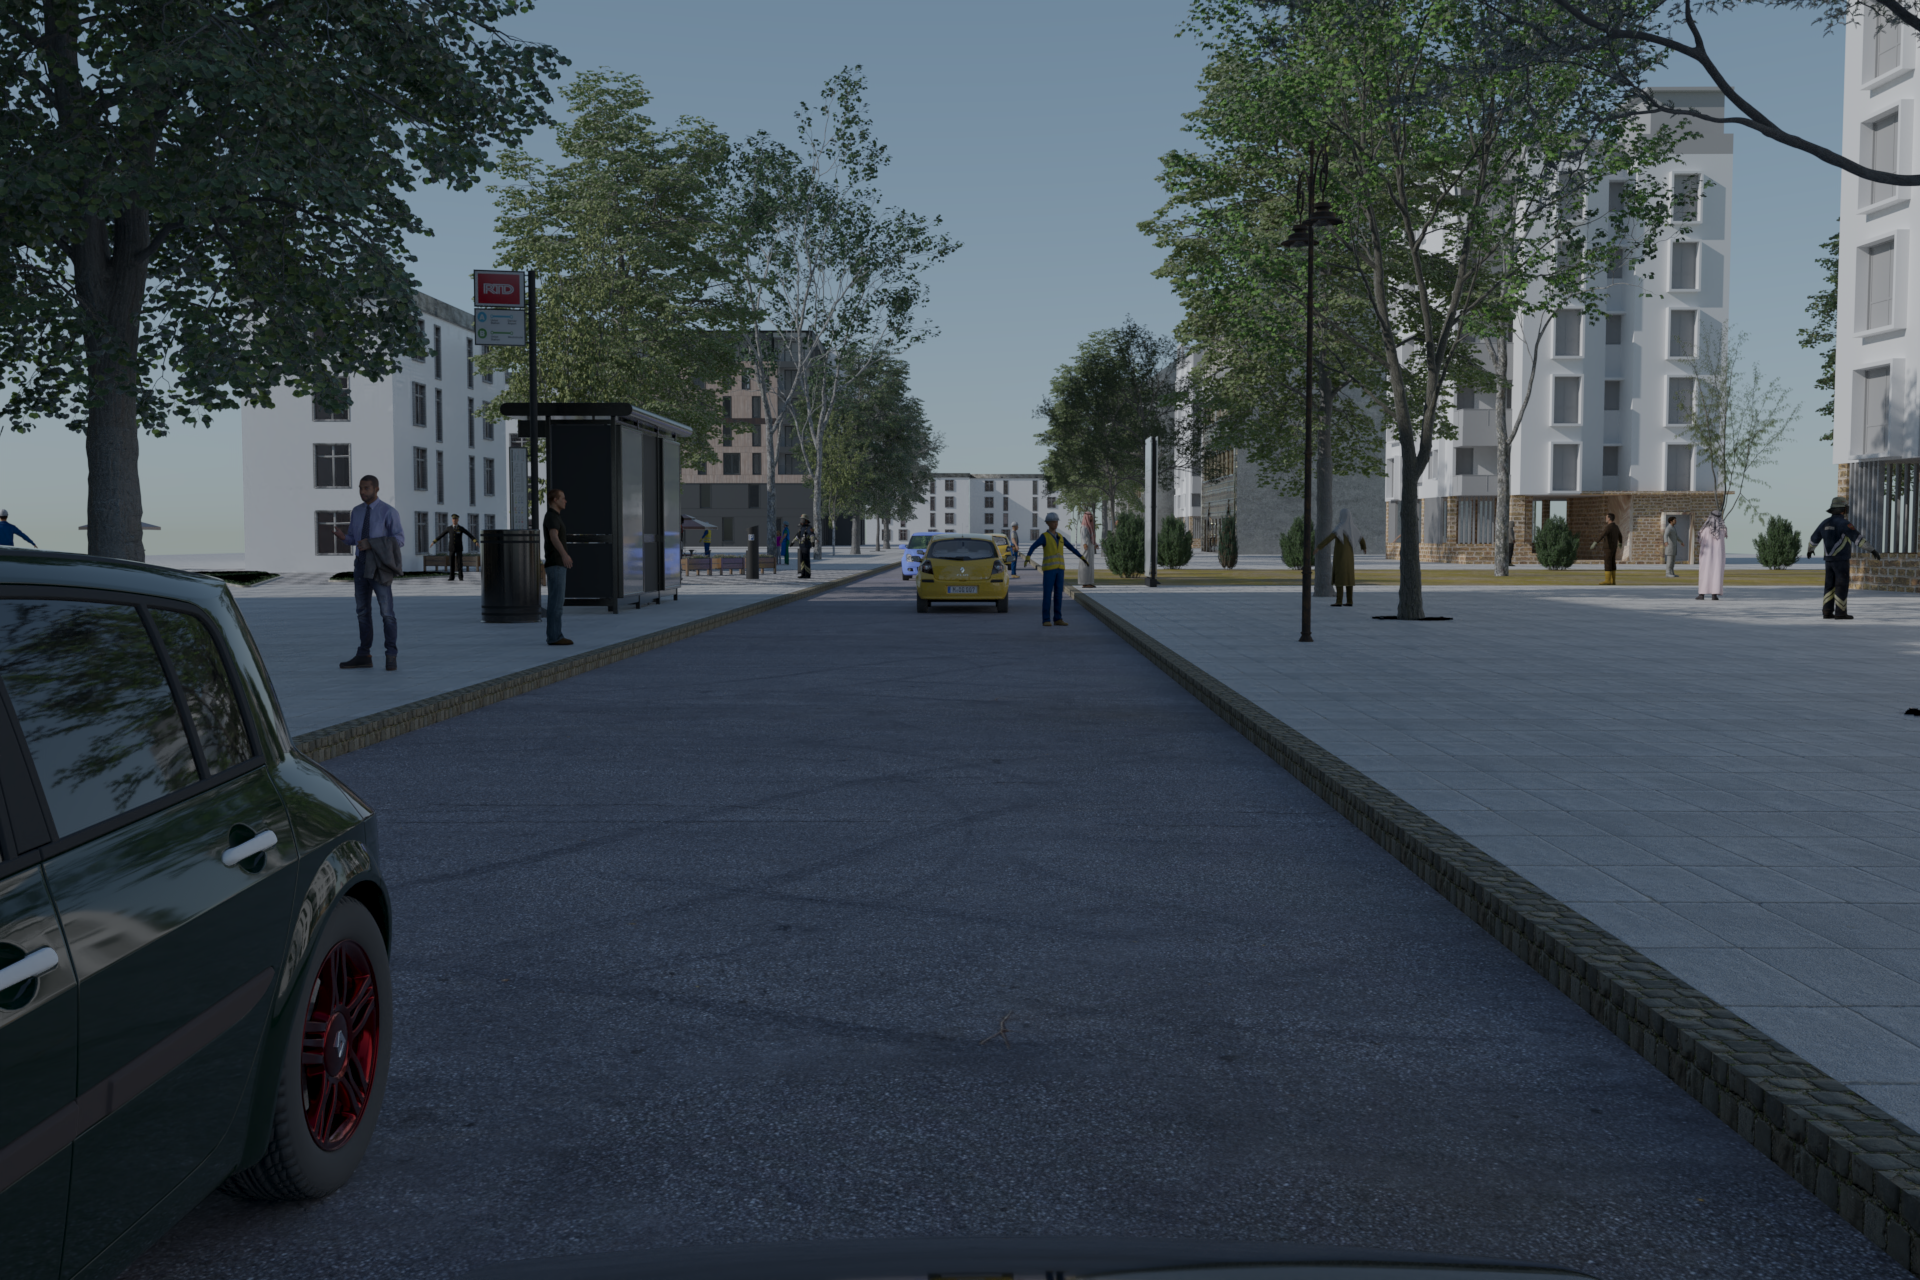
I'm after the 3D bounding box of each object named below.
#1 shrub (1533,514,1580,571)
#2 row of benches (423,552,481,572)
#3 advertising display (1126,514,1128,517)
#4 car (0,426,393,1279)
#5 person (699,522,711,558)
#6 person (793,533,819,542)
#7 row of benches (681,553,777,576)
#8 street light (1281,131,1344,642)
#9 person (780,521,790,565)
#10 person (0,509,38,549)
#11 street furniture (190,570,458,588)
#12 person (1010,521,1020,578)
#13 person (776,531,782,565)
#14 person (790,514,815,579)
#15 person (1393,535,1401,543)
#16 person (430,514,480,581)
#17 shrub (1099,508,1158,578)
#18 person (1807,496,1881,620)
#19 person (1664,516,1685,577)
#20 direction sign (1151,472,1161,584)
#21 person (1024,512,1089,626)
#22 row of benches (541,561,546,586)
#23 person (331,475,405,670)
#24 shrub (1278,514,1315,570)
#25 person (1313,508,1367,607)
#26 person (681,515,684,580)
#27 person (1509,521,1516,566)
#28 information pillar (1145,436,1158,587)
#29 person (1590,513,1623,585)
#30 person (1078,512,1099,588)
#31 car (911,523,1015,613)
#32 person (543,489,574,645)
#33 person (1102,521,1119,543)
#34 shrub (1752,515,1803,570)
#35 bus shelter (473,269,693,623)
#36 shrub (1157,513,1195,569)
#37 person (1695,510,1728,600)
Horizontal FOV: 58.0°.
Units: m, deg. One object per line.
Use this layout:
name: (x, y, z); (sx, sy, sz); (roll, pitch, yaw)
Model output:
shrub: (21.014, -3.462, 61.019); (1.690, 2.028, 1.600); (0, 3, 0)
row of benches: (-16.514, -2.656, 58.892); (4.104, 0.672, 1.422); (2, 4, 28)
advertising display: (5.305, -3.056, 55.187); (0.123, 1.923, 0.974); (0, 4, 1)
car: (-2.210, 0.451, 2.407); (2.009, 1.686, 4.222); (0, 4, 1)
person: (-11.539, -4.453, 78.778); (0.705, 1.833, 1.349); (1, 4, 10)
person: (-7.094, -4.473, 79.316); (1.347, 1.806, 0.705); (-2, 4, -35)
row of benches: (-7.297, -2.386, 54.480); (1.422, 0.672, 4.104); (3, 4, 38)
street light: (4.125, -2.916, 20.467); (0.468, 5.910, 1.993); (0, 4, 1)
person: (-7.186, -3.979, 71.186); (0.704, 1.817, 1.347); (0, 4, 4)
person: (-21.449, -2.019, 38.886); (1.347, 1.842, 0.705); (-2, 4, -25)
street furniture: (-29.362, -2.666, 48.612); (27.439, 1.986, 14.083); (0, 4, 7)
person: (1.818, -2.963, 56.762); (0.705, 1.847, 1.347); (0, 4, 1)
person: (-7.654, -3.864, 72.446); (0.991, 1.433, 0.599); (3, 5, 43)
person: (-4.479, -2.695, 49.837); (0.705, 1.856, 1.354); (-2, 4, -34)
person: (17.331, -3.708, 67.421); (1.217, 1.733, 0.721); (-2, 4, -30)
person: (-13.826, -2.541, 47.473); (1.347, 1.837, 0.705); (0, 4, -4)
shrub: (4.932, -2.846, 50.569); (1.661, 2.075, 1.752); (0, 3, 0)
person: (13.221, -1.235, 26.054); (0.704, 1.845, 1.351); (-1, 4, -18)
person: (21.249, -2.781, 51.653); (0.705, 1.806, 1.347); (3, 5, 43)
direction sign: (4.953, -3.194, 44.222); (0.379, 3.537, 0.876); (0, 4, -1)
person: (1.492, -1.105, 26.983); (1.216, 1.772, 0.721); (-2, 4, -32)
row of benches: (-10.928, -1.752, 44.109); (1.422, 0.672, 4.104); (-1, 4, -15)
person: (-5.605, -0.636, 16.304); (0.709, 1.838, 0.599); (1, 4, 17)
shrub: (12.111, -3.486, 61.411); (1.690, 2.028, 1.600); (0, 3, 0)
person: (6.748, -1.462, 30.679); (1.217, 1.736, 0.721); (-2, 4, -30)
person: (-7.818, -2.554, 47.908); (0.704, 1.843, 1.345); (0, 4, -6)
person: (21.939, -3.836, 68.848); (0.705, 1.813, 1.348); (1, 4, 15)
information pillar: (4.686, -3.128, 42.456); (0.184, 3.620, 1.656); (0, 4, 2)
person: (16.368, -2.296, 43.682); (1.346, 1.812, 0.704); (-3, 4, -38)
person: (3.065, -2.145, 41.223); (0.704, 1.811, 1.347); (1, 4, 17)
car: (0.057, -1.390, 32.946); (2.015, 1.641, 3.980); (0, 4, 0)
person: (-4.653, -0.847, 20.073); (0.705, 1.803, 1.348); (-1, 4, -16)
person: (5.696, -3.440, 62.516); (1.348, 1.796, 0.705); (3, 5, 44)
shrub: (29.413, -3.541, 62.314); (1.690, 2.028, 1.600); (0, 3, 0)
bus shelter: (-6.272, -3.146, 29.065); (2.179, 5.291, 8.768); (0, 4, 0)
shrub: (7.723, -3.605, 62.979); (1.661, 2.075, 1.752); (0, 3, 0)
person: (14.609, -1.645, 33.606); (0.551, 1.740, 0.621); (0, 4, -1)
